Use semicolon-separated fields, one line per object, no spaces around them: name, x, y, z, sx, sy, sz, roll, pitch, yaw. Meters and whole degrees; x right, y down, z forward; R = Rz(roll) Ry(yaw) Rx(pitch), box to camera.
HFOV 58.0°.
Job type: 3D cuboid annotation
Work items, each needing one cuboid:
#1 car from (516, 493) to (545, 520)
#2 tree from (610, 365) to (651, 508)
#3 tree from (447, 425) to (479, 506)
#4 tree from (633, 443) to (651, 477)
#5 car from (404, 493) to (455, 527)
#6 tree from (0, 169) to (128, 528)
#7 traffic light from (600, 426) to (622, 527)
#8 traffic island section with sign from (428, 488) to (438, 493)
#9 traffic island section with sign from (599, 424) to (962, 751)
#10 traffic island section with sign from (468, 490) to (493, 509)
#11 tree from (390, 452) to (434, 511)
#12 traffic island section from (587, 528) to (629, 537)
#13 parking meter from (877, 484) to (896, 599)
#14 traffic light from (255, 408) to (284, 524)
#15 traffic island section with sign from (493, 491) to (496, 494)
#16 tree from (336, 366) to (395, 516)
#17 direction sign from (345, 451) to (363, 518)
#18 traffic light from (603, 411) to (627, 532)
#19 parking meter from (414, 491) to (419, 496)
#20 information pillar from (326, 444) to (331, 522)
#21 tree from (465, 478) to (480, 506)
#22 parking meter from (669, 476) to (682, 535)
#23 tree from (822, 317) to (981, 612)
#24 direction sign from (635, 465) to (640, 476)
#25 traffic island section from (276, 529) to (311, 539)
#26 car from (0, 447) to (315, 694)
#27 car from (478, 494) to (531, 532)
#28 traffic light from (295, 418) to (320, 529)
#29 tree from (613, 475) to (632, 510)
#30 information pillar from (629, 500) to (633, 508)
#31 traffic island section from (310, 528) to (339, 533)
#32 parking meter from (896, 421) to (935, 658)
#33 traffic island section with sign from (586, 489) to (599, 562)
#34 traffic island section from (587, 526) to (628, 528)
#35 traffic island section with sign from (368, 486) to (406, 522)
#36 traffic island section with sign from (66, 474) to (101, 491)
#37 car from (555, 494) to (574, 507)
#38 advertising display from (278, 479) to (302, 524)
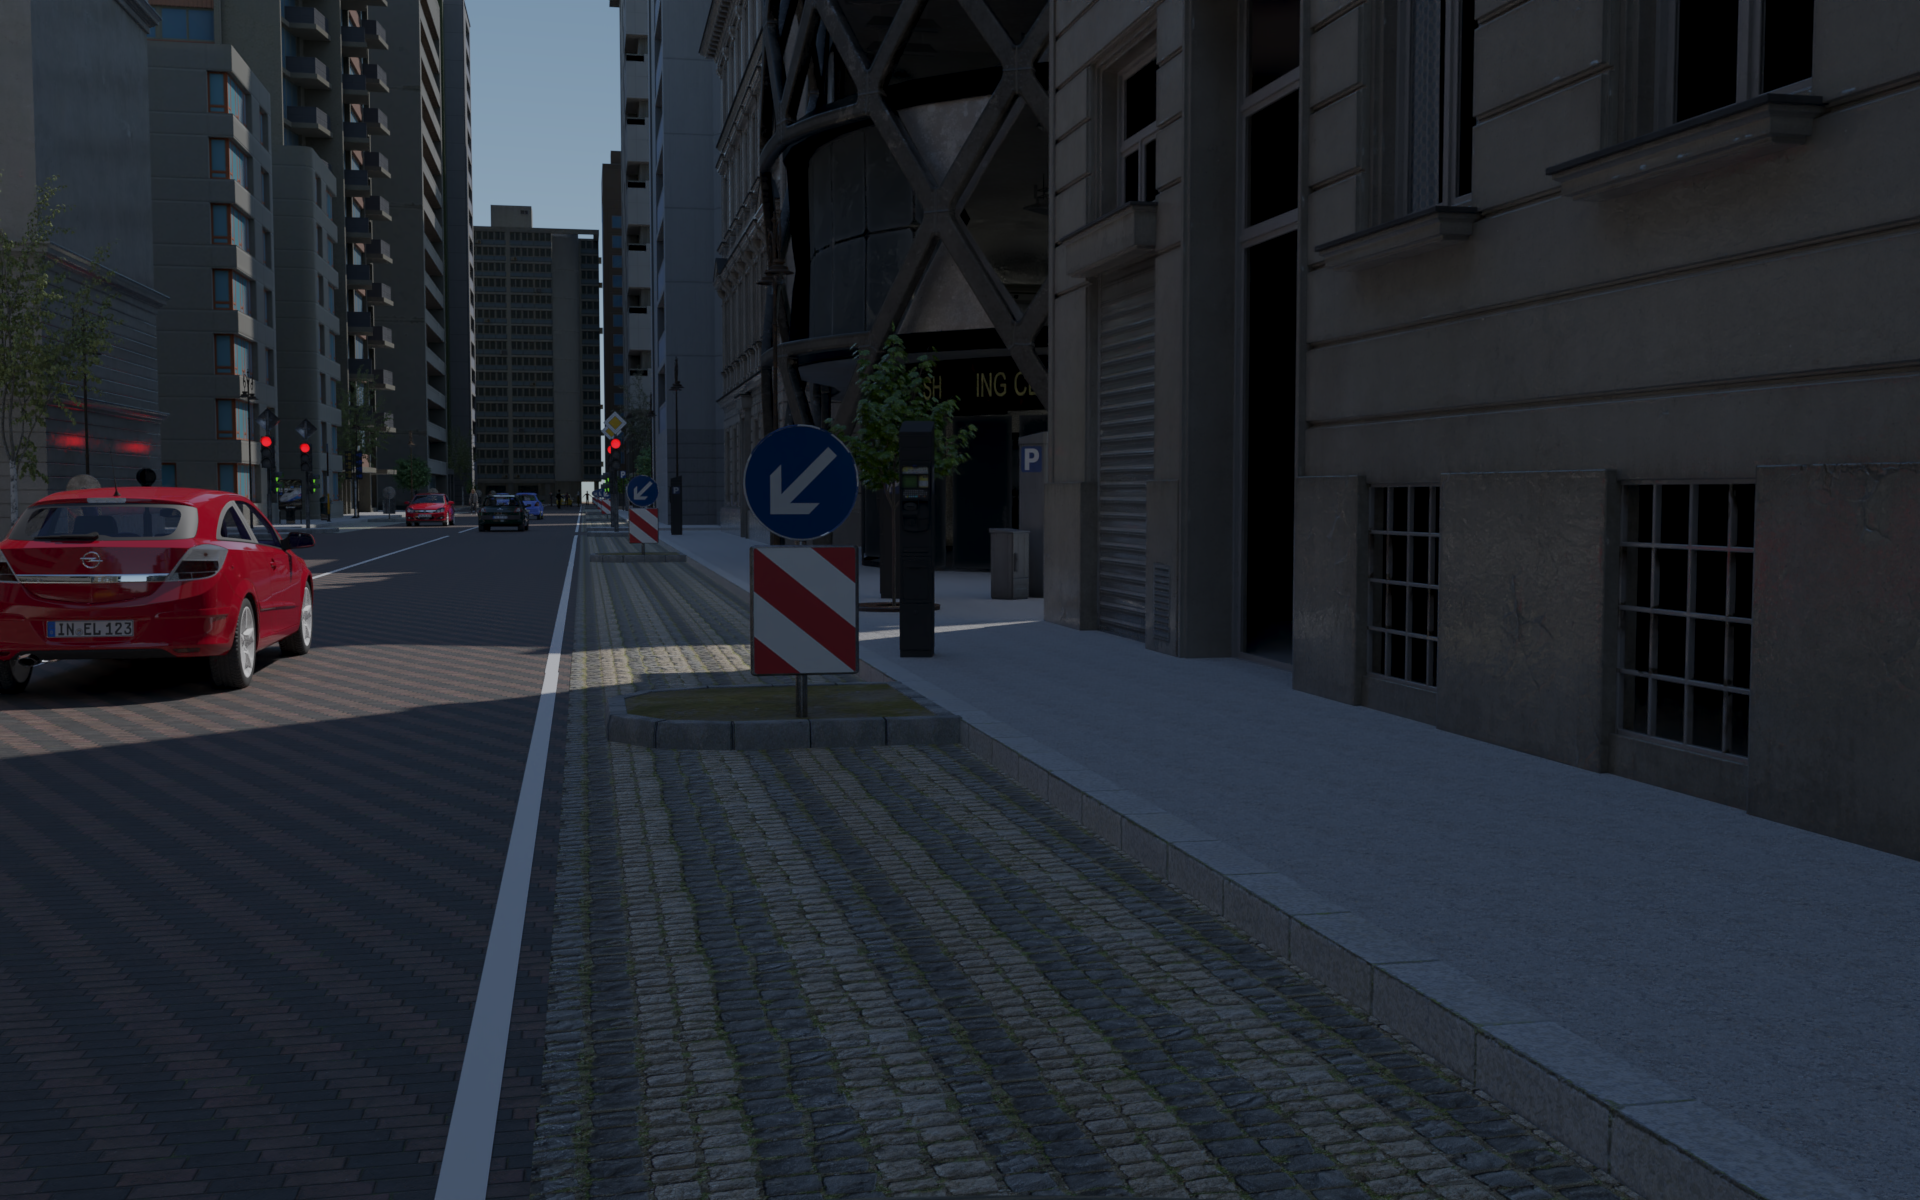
car;-24.335;-5.364;97.285;1.945;1.707;3.694;-1;4;-11
tree;-17.866;-9.133;99.689;4.360;8.622;3.978;0;3;0
tree;-53.093;-14.316;184.425;4.737;8.622;4.395;0;3;0
tree;-16.239;-6.819;95.197;4.285;4.588;4.351;0;3;0
car;-23.824;-4.212;77.913;2.155;1.783;4.494;-1;4;-11
tree;-21.261;-5.436;39.233;4.737;8.622;4.395;0;3;0
traffic light;-13.395;-4.750;66.583;0.839;4.253;0.868;-1;4;-12
traffic island section with sign;-34.956;-6.511;115.081;1.989;1.847;2.006;-1;4;-12
traffic island section with sign;-1.162;-0.120;10.595;1.989;1.847;2.006;-1;4;-12
traffic island section with sign;-45.704;-9.536;164.542;1.989;1.847;2.006;-1;4;-12
tree;-42.667;-9.242;134.818;4.285;4.588;4.351;0;3;0
traffic island section;-11.657;-2.240;58.902;2.009;0.180;2.903;-1;4;-12
parking meter;-0.800;-0.952;21.284;0.399;1.863;0.255;1;4;15
traffic light;-22.505;-4.129;56.423;0.839;4.253;0.868;-1;4;-12
traffic island section with sign;-51.547;-11.180;191.417;1.989;1.847;2.006;-1;4;-12
tree;-34.607;-9.100;99.153;4.737;8.622;4.395;0;3;0
direction sign;-31.914;-6.069;91.220;0.876;3.537;0.379;-2;4;-29
traffic light;-11.699;-4.273;58.780;0.839;4.253;0.868;-1;4;-12
parking meter;-43.113;-7.890;137.405;0.372;1.533;0.369;0;3;0
information pillar;-29.220;-5.427;80.078;0.183;3.616;0.504;-1;4;-21
tree;-53.542;-11.908;189.295;1.663;3.219;1.824;0;3;0
parking meter;-8.914;-2.972;54.310;0.399;1.863;0.255;-1;4;-10
tree;-0.830;-1.498;19.100;1.663;3.219;1.824;0;3;0
direction sign;-25.120;-8.797;135.834;0.379;3.537;0.876;2;4;32
traffic island section;-22.546;-2.096;56.548;2.009;0.180;2.903;-1;4;-12
car;-6.435;-0.305;14.035;2.155;1.783;4.494;-1;4;-12
car;-17.725;-3.518;67.310;2.009;1.686;4.222;-1;4;-11
traffic light;-24.201;-4.606;64.226;0.839;4.253;0.868;-1;4;-12
tree;-28.447;-9.274;146.237;1.663;3.219;1.824;0;3;0
information pillar;-23.225;-7.203;122.268;0.304;2.012;0.304;0;4;-6
traffic island section;-24.243;-2.573;64.352;2.009;0.180;2.903;-1;4;-12
parking meter;-0.339;-0.487;13.679;0.255;1.863;0.399;0;4;3
traffic island section with sign;-6.893;-1.732;36.944;1.989;1.847;2.006;-1;4;-12
traffic island section;-13.354;-2.717;66.706;2.009;0.180;2.903;-1;4;-12
traffic island section with sign;-29.223;-4.900;88.741;1.989;1.847;2.006;-1;4;-12
traffic island section with sign;-17.351;-1.560;34.137;1.989;1.847;2.006;-1;4;-12
car;-44.060;-11.173;192.899;2.015;1.641;3.980;-1;4;-12
advertising display;-28.797;-4.236;74.466;0.974;1.923;0.123;-1;4;-22
